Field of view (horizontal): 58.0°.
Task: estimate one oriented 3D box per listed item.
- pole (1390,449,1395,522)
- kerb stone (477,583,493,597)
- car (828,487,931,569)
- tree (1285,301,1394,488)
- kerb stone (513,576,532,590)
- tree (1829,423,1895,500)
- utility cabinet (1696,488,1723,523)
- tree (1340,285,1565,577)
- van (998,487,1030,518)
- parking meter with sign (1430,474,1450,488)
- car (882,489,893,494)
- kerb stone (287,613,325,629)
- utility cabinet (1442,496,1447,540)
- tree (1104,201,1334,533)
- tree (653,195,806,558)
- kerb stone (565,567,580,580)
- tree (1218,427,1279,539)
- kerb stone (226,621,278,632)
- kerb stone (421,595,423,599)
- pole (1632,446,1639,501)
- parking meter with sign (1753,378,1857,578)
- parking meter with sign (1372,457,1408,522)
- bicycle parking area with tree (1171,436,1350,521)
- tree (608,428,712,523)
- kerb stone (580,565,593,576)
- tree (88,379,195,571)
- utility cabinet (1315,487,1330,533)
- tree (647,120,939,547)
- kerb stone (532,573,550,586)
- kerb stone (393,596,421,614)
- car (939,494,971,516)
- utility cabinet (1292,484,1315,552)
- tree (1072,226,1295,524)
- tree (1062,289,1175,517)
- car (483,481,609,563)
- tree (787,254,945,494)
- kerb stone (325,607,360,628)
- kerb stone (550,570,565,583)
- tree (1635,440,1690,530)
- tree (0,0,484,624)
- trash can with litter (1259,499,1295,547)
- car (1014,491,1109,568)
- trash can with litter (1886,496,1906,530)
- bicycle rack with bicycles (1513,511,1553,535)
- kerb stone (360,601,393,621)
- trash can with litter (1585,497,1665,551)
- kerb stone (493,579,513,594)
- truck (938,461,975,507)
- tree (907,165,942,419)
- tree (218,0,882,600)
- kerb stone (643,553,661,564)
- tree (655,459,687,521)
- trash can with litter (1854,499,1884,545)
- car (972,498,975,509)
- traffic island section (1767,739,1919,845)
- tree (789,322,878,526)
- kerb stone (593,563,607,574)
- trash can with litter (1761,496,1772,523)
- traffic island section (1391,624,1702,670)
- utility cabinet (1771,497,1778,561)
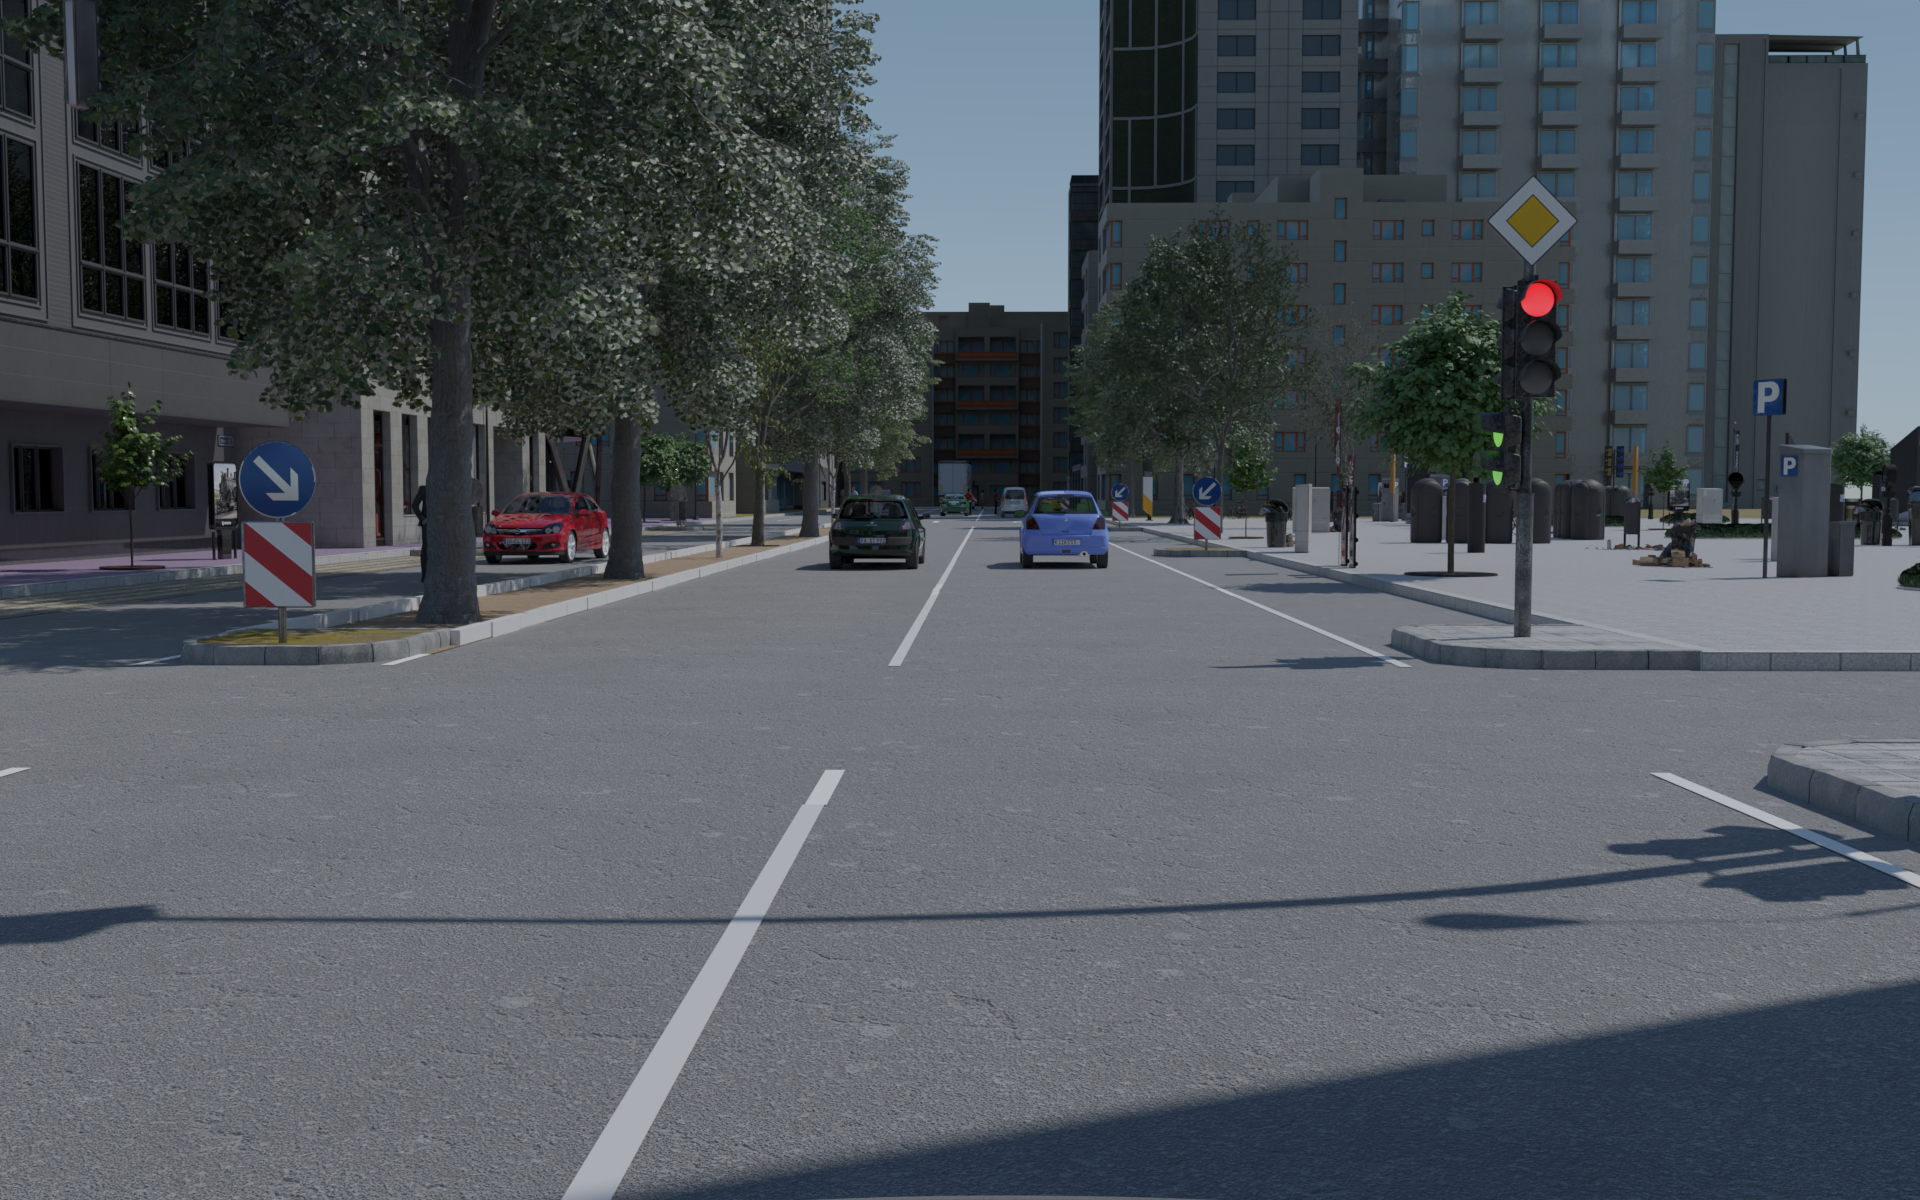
[{"bbox_3d":[19.733,-5.206,78.960,0.158,3.312,0.155,0,3,0],"label":"pole"},{"bbox_3d":[-6.719,-0.111,24.030,0.120,0.150,1.000,0,4,1],"label":"kerb stone"},{"bbox_3d":[-1.607,-1.509,34.451,2.009,1.686,4.222,0,4,1],"label":"car"},{"bbox_3d":[14.375,-7.030,65.311,4.360,8.622,3.978,0,3,0],"label":"tree"},{"bbox_3d":[-6.673,-0.235,26.074,0.120,0.150,1.000,0,4,1],"label":"kerb stone"},{"bbox_3d":[41.354,-5.858,79.490,4.285,4.588,4.351,0,3,0],"label":"tree"},{"bbox_3d":[28.386,-3.480,65.577,1.173,1.500,0.318,-2,4,-32],"label":"utility cabinet"},{"bbox_3d":[7.833,-2.661,27.228,4.285,4.588,4.351,0,3,0],"label":"tree"},{"bbox_3d":[3.324,-6.080,106.411,2.013,2.044,4.112,0,4,1],"label":"van"},{"bbox_3d":[18.048,-4.213,65.138,0.543,3.016,1.738,-1,4,-22],"label":"parking meter with sign"},{"bbox_3d":[-6.116,-7.721,134.915,2.281,1.827,5.304,0,4,2],"label":"car"},{"bbox_3d":[-6.824,0.265,17.858,0.120,0.150,1.000,0,4,1],"label":"kerb stone"},{"bbox_3d":[13.833,-2.304,48.835,1.020,1.237,0.306,-1,4,-21],"label":"utility cabinet"},{"bbox_3d":[8.289,-7.458,56.348,8.767,10.594,7.601,2,4,35],"label":"tree"},{"bbox_3d":[-5.356,-5.228,38.301,4.737,8.622,4.395,0,3,0],"label":"tree"},{"bbox_3d":[-6.621,-0.425,29.145,0.120,0.150,1.000,0,4,1],"label":"kerb stone"},{"bbox_3d":[8.127,-3.374,49.773,1.663,3.219,1.824,0,3,0],"label":"tree"},{"bbox_3d":[-6.854,0.335,16.837,0.120,0.150,1.000,0,4,1],"label":"kerb stone"},{"bbox_3d":[-6.754,0.014,21.986,0.120,0.150,1.000,0,4,1],"label":"kerb stone"},{"bbox_3d":[28.748,-4.887,73.743,0.158,3.312,0.155,0,3,0],"label":"pole"},{"bbox_3d":[13.043,-1.861,26.684,1.738,3.016,0.543,-2,4,-24],"label":"parking meter with sign"},{"bbox_3d":[20.025,-5.159,80.605,0.543,3.016,1.738,-3,5,-43],"label":"parking meter with sign"},{"bbox_3d":[15.137,-6.091,86.597,8.231,4.147,9.016,3,5,39],"label":"bicycle parking area with tree"},{"bbox_3d":[-14.282,-5.763,77.931,4.285,4.588,4.351,0,3,0],"label":"tree"},{"bbox_3d":[-6.612,-0.488,30.179,0.120,0.150,1.000,0,4,1],"label":"kerb stone"},{"bbox_3d":[-14.090,-2.124,29.330,1.663,3.219,1.824,0,3,0],"label":"tree"},{"bbox_3d":[11.486,-2.934,56.653,1.173,1.500,0.318,0,4,4],"label":"utility cabinet"},{"bbox_3d":[-5.389,-7.244,46.644,9.928,11.665,9.643,0,3,0],"label":"tree"},{"bbox_3d":[-6.647,-0.295,27.096,0.120,0.150,1.000,0,4,1],"label":"kerb stone"},{"bbox_3d":[-6.772,0.077,20.943,0.120,0.150,1.000,0,4,1],"label":"kerb stone"},{"bbox_3d":[-0.334,-6.180,112.842,2.131,1.459,4.920,0,4,2],"label":"car"},{"bbox_3d":[7.557,-1.803,38.166,0.318,1.500,1.173,1,4,14],"label":"utility cabinet"},{"bbox_3d":[9.491,-9.624,74.358,9.611,12.733,9.660,0,3,0],"label":"tree"},{"bbox_3d":[9.181,-10.923,96.721,7.486,12.596,7.792,0,3,0],"label":"tree"},{"bbox_3d":[-8.849,-1.722,37.196,2.155,1.783,4.494,0,4,3],"label":"car"},{"bbox_3d":[-4.582,-9.808,80.952,7.486,12.596,7.792,0,3,0],"label":"tree"},{"bbox_3d":[-6.813,0.202,18.890,0.120,0.150,1.000,0,4,1],"label":"kerb stone"},{"bbox_3d":[-6.641,-0.362,28.118,0.120,0.150,1.000,0,4,1],"label":"kerb stone"},{"bbox_3d":[25.164,-4.098,61.599,1.663,3.219,1.824,0,3,0],"label":"tree"},{"bbox_3d":[-5.700,-6.719,18.970,9.857,13.997,8.962,0,3,0],"label":"tree"},{"bbox_3d":[7.679,-1.859,41.778,0.624,1.170,1.055,2,4,32],"label":"trash can with litter"},{"bbox_3d":[2.051,-1.540,34.771,1.945,1.707,3.694,0,4,1],"label":"car"},{"bbox_3d":[32.619,-3.086,61.517,2.233,1.210,1.678,0,4,2],"label":"trash can with litter"},{"bbox_3d":[18.109,-2.496,54.200,2.925,0.926,2.852,3,5,42],"label":"bicycle rack with bicycles"},{"bbox_3d":[-6.784,0.146,19.915,0.120,0.150,1.000,0,4,1],"label":"kerb stone"},{"bbox_3d":[15.641,-1.763,39.887,1.678,1.210,2.233,-1,4,-16],"label":"trash can with litter"},{"bbox_3d":[-6.699,-0.175,25.052,0.120,0.150,1.000,0,4,1],"label":"kerb stone"},{"bbox_3d":[-0.317,-9.943,151.485,2.839,4.237,11.283,0,4,3],"label":"truck"},{"bbox_3d":[-5.019,-9.065,57.329,9.857,13.997,8.962,0,3,0],"label":"tree"},{"bbox_3d":[-5.671,-7.327,28.909,9.857,13.997,8.962,0,3,0],"label":"tree"},{"bbox_3d":[-6.487,-0.865,36.338,0.120,0.150,1.000,0,4,1],"label":"kerb stone"},{"bbox_3d":[-13.629,-5.364,82.302,1.663,3.219,1.824,0,3,0],"label":"tree"},{"bbox_3d":[22.929,-1.971,43.617,0.624,1.170,1.055,3,4,36],"label":"trash can with litter"},{"bbox_3d":[0.481,-9.293,164.294,2.083,1.381,4.827,0,4,1],"label":"car"},{"bbox_3d":[4.929,0.899,7.585,2.009,0.180,2.903,0,4,1],"label":"traffic island section"},{"bbox_3d":[-4.785,-6.864,65.052,4.360,8.622,3.978,0,3,0],"label":"tree"},{"bbox_3d":[-6.577,-0.551,31.204,0.120,0.150,1.000,0,4,1],"label":"kerb stone"},{"bbox_3d":[30.337,-3.337,65.621,1.678,1.210,2.233,-2,4,-26],"label":"trash can with litter"},{"bbox_3d":[5.076,0.411,15.569,2.009,0.180,2.903,0,4,1],"label":"traffic island section"},{"bbox_3d":[15.996,-1.350,33.236,1.020,1.237,0.306,-2,4,-33],"label":"utility cabinet"}]
